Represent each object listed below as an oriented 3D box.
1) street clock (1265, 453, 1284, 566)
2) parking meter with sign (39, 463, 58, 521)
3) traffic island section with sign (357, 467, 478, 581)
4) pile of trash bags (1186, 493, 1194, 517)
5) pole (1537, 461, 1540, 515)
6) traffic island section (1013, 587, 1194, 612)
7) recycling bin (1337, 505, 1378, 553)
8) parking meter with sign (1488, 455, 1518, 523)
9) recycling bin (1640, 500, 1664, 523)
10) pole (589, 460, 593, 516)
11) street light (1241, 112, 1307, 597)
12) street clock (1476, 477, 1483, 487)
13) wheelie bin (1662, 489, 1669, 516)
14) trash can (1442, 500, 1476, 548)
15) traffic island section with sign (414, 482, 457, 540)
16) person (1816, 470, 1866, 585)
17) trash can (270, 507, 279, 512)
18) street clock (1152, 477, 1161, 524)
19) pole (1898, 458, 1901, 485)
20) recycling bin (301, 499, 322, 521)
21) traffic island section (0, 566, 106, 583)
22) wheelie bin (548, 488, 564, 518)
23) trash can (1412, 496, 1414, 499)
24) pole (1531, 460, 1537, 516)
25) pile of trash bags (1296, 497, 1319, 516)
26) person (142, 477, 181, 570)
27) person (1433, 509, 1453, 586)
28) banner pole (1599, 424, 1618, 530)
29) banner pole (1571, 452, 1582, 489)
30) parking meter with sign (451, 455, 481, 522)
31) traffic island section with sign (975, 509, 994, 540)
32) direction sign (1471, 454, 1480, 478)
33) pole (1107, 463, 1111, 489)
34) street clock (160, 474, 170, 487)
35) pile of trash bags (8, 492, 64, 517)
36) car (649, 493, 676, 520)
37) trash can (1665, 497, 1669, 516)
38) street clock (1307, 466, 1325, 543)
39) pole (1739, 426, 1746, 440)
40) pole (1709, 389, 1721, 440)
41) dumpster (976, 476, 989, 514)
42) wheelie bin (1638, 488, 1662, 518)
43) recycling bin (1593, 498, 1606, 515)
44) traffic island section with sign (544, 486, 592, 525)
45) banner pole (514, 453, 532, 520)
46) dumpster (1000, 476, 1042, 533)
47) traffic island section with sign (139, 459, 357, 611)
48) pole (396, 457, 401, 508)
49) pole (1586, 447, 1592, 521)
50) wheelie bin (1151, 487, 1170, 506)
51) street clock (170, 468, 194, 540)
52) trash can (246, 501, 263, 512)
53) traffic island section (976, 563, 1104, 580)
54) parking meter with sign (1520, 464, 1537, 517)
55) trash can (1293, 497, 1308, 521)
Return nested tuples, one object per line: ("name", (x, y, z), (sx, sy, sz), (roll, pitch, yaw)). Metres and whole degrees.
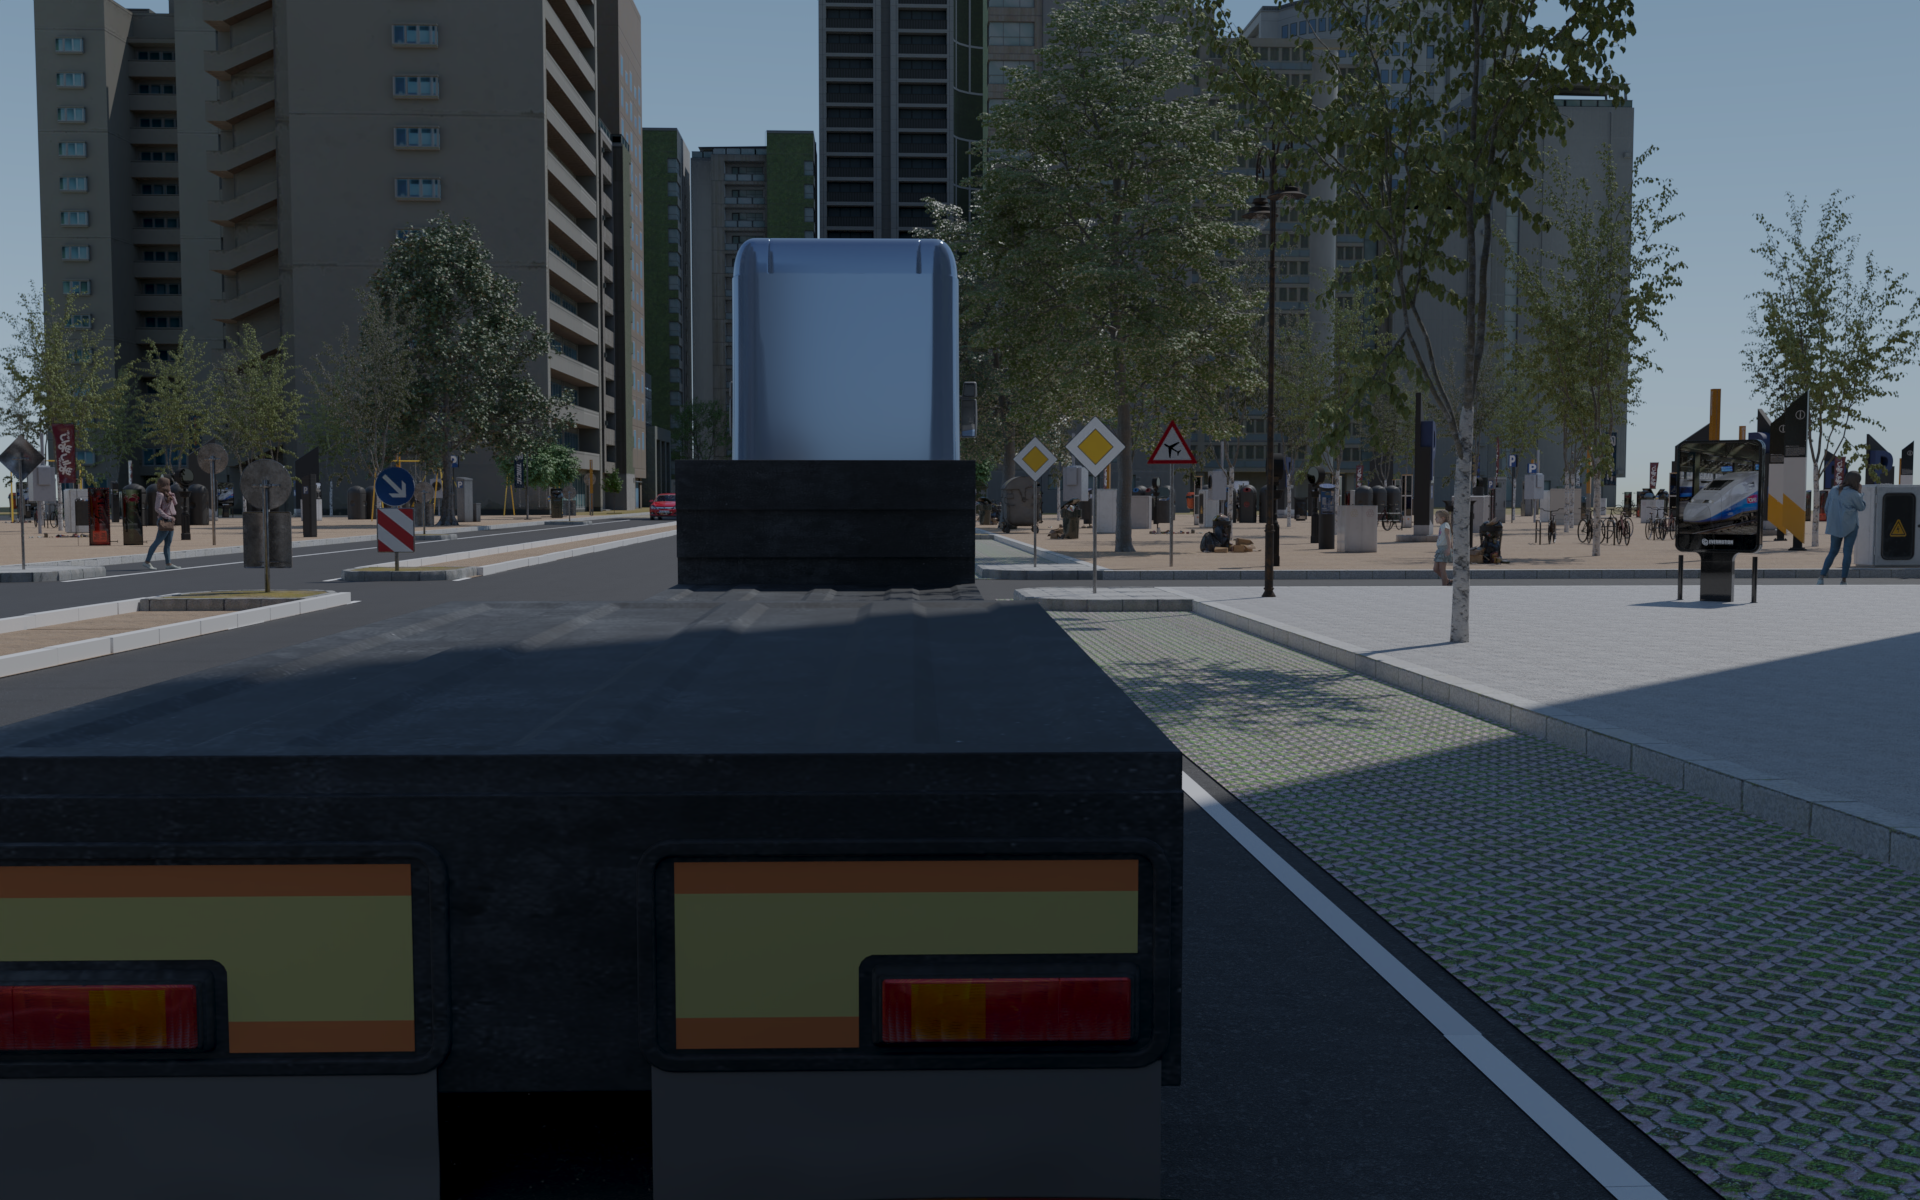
("street clock", (5.576, -1.601, 30.748), (0.358, 2.002, 0.471), (0, 4, -2))
("parking meter with sign", (-44.265, -5.370, 84.062), (1.738, 3.016, 0.543), (2, 4, 32))
("traffic island section with sign", (-9.418, -1.303, 29.433), (2.006, 1.907, 1.989), (0, 4, -3))
("pile of trash bags", (14.564, -5.489, 99.497), (3.447, 1.369, 1.912), (-1, 4, -19))
("pole", (35.503, -6.891, 106.507), (0.158, 3.312, 0.155), (0, 3, 0))
("traffic island section", (1.758, -0.005, 22.369), (2.009, 0.180, 2.903), (0, 4, -3))
("recycling bin", (8.773, -1.573, 38.267), (0.722, 1.027, 0.722), (0, 4, -3))
("parking meter with sign", (23.624, -4.893, 76.254), (1.738, 3.016, 0.543), (-1, 4, -18))
("recycling bin", (30.463, -3.894, 76.218), (0.722, 1.027, 0.722), (-3, 4, -39))
("pole", (-21.861, -6.659, 102.711), (0.158, 3.312, 0.155), (0, 3, 0))
("street light", (3.851, -2.975, 21.423), (0.468, 5.910, 1.993), (0, 4, -3))
("street clock", (22.554, -4.335, 75.446), (0.358, 2.002, 0.471), (-1, 4, -18))
("wheelie bin", (41.924, -5.840, 103.398), (0.980, 1.594, 0.693), (-3, 5, -43))
("trash can", (11.128, -1.649, 38.616), (0.748, 1.137, 0.748), (0, 3, 0))
("traffic island section with sign", (-16.936, -2.803, 54.460), (1.989, 1.847, 2.006), (0, 4, -3))
("person", (13.570, -1.096, 26.689), (0.793, 1.790, 0.793), (2, 4, 27))
("trash can", (-31.697, -4.171, 79.844), (0.748, 1.137, 0.748), (0, 3, 0))
("street clock", (8.346, -4.226, 73.671), (0.358, 2.002, 0.471), (2, 4, 27))
("pole", (53.235, -6.376, 98.092), (0.158, 3.312, 0.155), (0, 3, 0))
("recycling bin", (-30.984, -4.293, 82.738), (0.722, 1.027, 0.722), (1, 4, 9))
("traffic island section", (-15.933, -0.437, 29.433), (2.009, 0.180, 2.903), (0, 4, -3))
("wheelie bin", (-21.466, -5.162, 92.308), (0.980, 1.594, 0.693), (-1, 4, -15))
("trash can", (27.529, -5.695, 104.763), (0.748, 1.137, 0.748), (0, 3, 0))
("pole", (33.779, -6.630, 102.246), (0.158, 3.312, 0.155), (0, 3, 0))
("pile of trash bags", (19.742, -5.634, 101.868), (3.447, 1.369, 1.912), (-2, 4, -33))
("person", (-15.185, -1.456, 32.893), (0.643, 1.750, 0.593), (-1, 4, -16))
("person", (6.995, -0.693, 24.839), (0.382, 1.210, 0.505), (0, 4, 2))
("banner pole", (22.978, -4.380, 61.637), (0.863, 3.779, 0.401), (0, 4, -7))
("banner pole", (36.552, -6.901, 102.849), (0.863, 3.779, 0.401), (0, 4, -6))
("parking meter with sign", (-22.471, -5.040, 78.659), (0.543, 3.016, 1.738), (1, 4, 20))
("traffic island section with sign", (0.033, -2.831, 54.907), (1.989, 1.847, 2.006), (0, 4, -3))
("direction sign", (28.985, -6.446, 97.396), (0.876, 3.537, 0.379), (-3, 5, -45))
("pole", (7.528, -5.746, 87.786), (0.158, 3.312, 0.155), (0, 3, 0))
("street clock", (-28.410, -3.511, 61.971), (0.358, 2.002, 0.471), (-3, 5, -41))
("pile of trash bags", (-51.290, -5.257, 95.700), (3.447, 1.369, 1.912), (1, 4, 22))
("car", (-16.089, -5.325, 96.097), (2.155, 1.783, 4.494), (0, 4, -1))
("trash can", (41.397, -5.454, 100.820), (0.748, 1.137, 0.748), (0, 3, 0))
("street clock", (9.267, -2.479, 45.099), (0.358, 2.002, 0.471), (-2, 4, -27))
("pole", (23.339, -3.542, 51.754), (0.158, 3.312, 0.155), (0, 3, 0))
("pole", (14.612, -2.431, 33.584), (0.158, 3.312, 0.155), (0, 3, 0))
("dumpster", (0.621, -4.962, 83.620), (1.502, 2.255, 1.985), (0, 4, -3))
("wheelie bin", (36.874, -5.203, 92.979), (0.693, 1.594, 0.980), (-1, 4, -22))
("recycling bin", (38.651, -5.631, 104.627), (0.722, 1.027, 0.722), (1, 4, 22))
("traffic island section with sign", (-18.372, -4.449, 81.377), (1.989, 1.847, 2.006), (0, 4, -3))
("banner pole", (-21.735, -5.874, 86.051), (0.863, 3.779, 0.401), (-1, 4, -15))
("dumpster", (2.025, -3.143, 57.147), (1.264, 1.857, 1.865), (0, 4, -3))
("traffic island section with sign", (-9.034, -0.850, 22.036), (2.006, 1.907, 1.989), (0, 4, -3))
("pole", (-27.076, -5.486, 83.543), (0.158, 3.312, 0.155), (0, 3, 0))
("pole", (26.472, -4.836, 72.912), (0.158, 3.312, 0.155), (0, 3, 0))
("wheelie bin", (9.426, -4.490, 81.327), (0.980, 1.594, 0.693), (-1, 4, -10))
("street clock", (-21.569, -2.669, 48.201), (0.358, 2.002, 0.471), (3, 4, 36))
("trash can", (-32.045, -4.092, 78.552), (0.748, 1.137, 0.748), (0, 3, 0))
("traffic island section", (1.334, -0.493, 30.343), (2.009, 0.180, 2.903), (0, 4, -3))
("parking meter with sign", (32.688, -6.327, 99.705), (0.543, 3.016, 1.738), (0, 4, 3))
("trash can", (16.322, -4.361, 82.960), (0.748, 1.137, 0.748), (0, 3, 0))
